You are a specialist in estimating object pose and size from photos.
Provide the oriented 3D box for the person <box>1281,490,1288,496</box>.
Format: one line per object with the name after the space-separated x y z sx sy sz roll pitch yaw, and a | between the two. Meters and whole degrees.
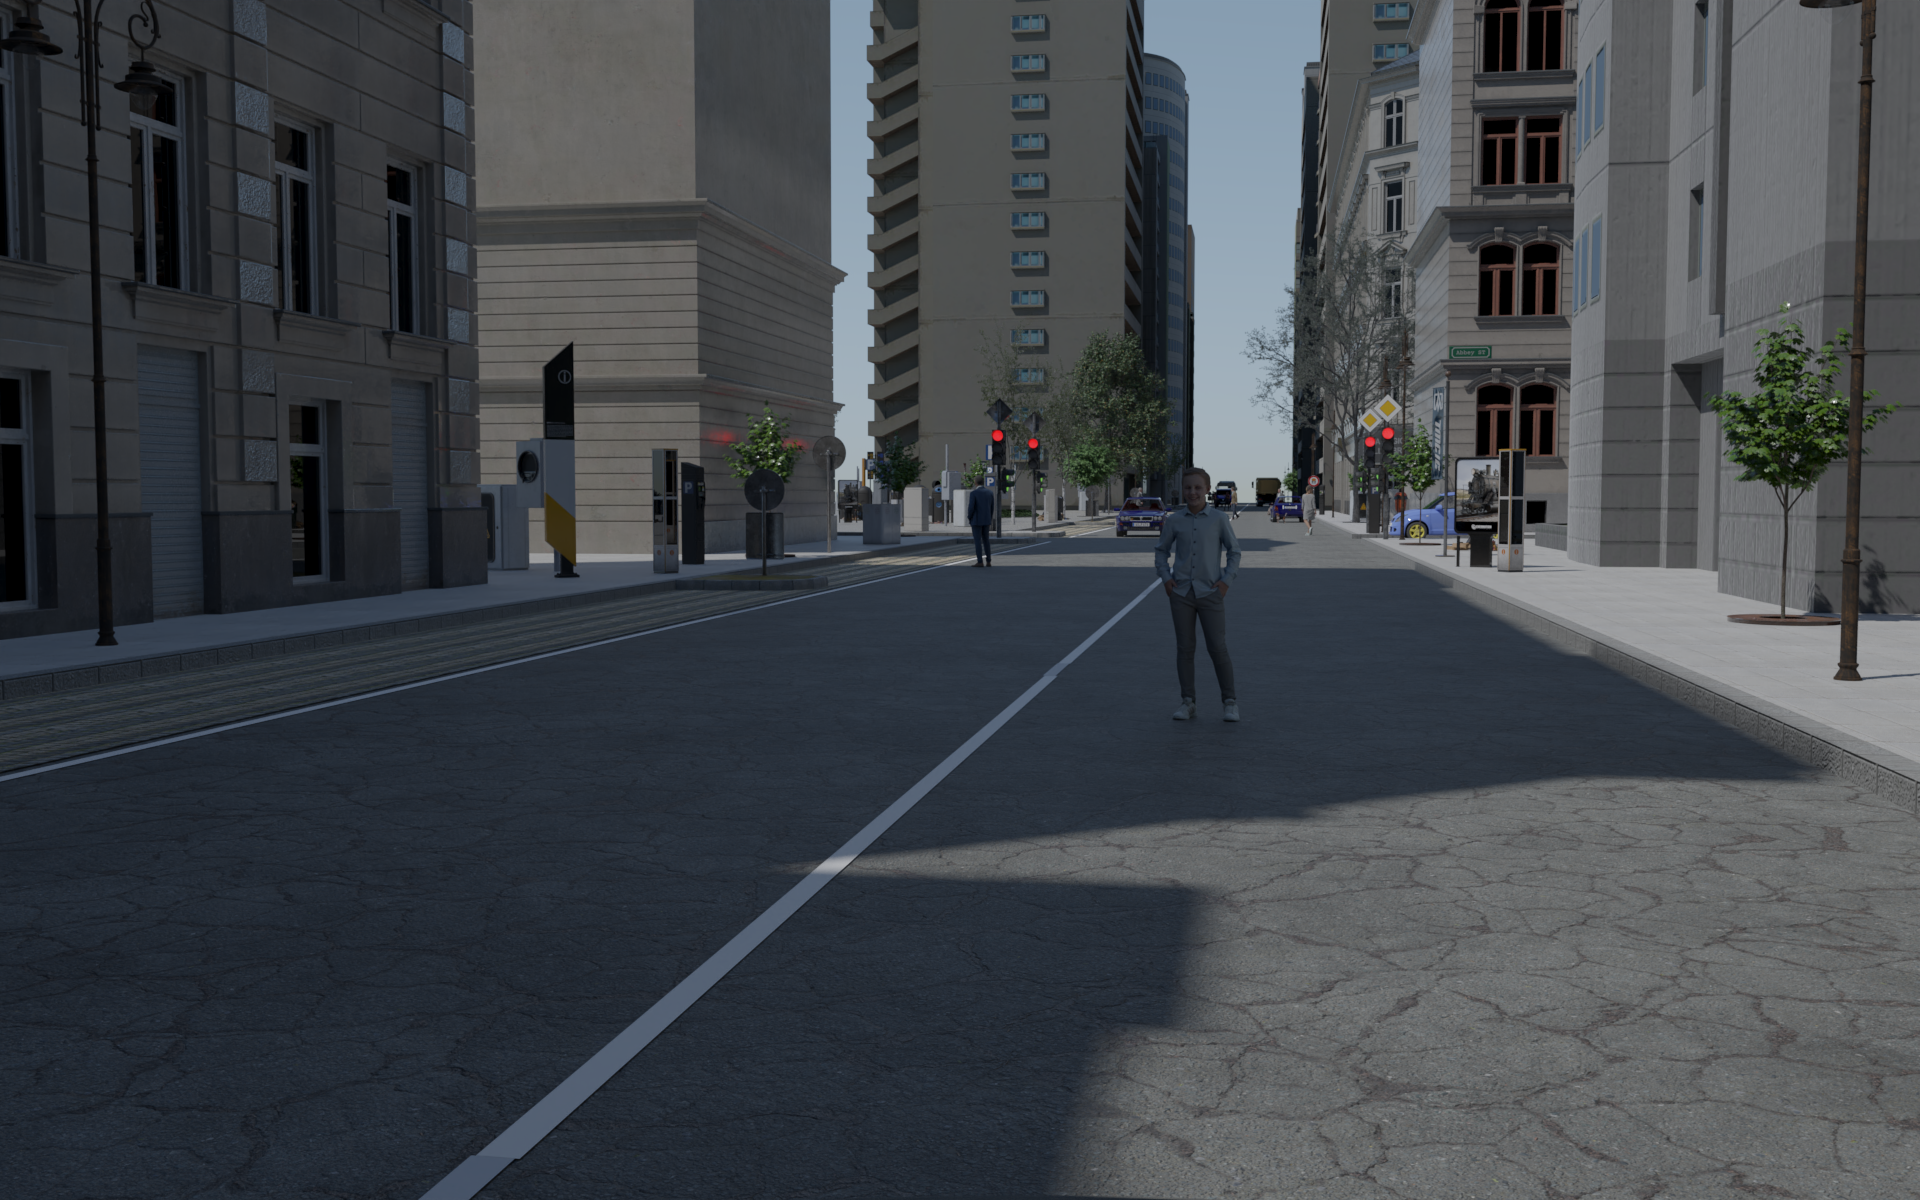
29.259 -9.015 156.431 0.750 1.759 0.617 -1 4 -12 | person

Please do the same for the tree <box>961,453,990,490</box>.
0.756 -5.327 81.699 1.663 3.219 1.824 0 3 0 | tree

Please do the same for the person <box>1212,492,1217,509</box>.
21.232 -8.219 144.344 0.415 1.643 0.593 -1 4 -17 | person

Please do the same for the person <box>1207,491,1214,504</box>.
29.737 -11.926 203.486 1.348 1.824 0.705 1 4 16 | person

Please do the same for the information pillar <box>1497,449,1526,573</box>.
9.040 -1.462 28.395 0.304 2.012 0.304 -1 4 -22 | information pillar

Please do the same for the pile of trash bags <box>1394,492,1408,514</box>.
21.027 -4.163 77.817 1.912 1.369 3.447 -3 5 -45 | pile of trash bags

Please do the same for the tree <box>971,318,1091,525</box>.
2.389 -7.443 72.059 4.360 8.622 3.978 0 3 0 | tree

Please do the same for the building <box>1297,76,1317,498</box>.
48.641 -34.732 191.565 21.300 48.544 21.600 1 4 10 | building

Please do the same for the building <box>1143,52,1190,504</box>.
19.183 -42.147 231.100 21.231 58.520 28.212 1 4 10 | building

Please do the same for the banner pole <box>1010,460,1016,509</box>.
3.846 -8.310 125.885 0.401 3.779 0.863 -2 4 -31 | banner pole

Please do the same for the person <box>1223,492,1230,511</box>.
22.497 -8.329 146.153 0.593 1.643 0.415 -1 4 -9 | person

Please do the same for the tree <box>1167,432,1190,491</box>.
24.892 -15.470 203.293 4.737 8.622 4.395 0 3 0 | tree

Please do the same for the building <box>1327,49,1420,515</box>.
32.091 -20.206 106.781 17.030 29.872 44.131 1 4 10 | building

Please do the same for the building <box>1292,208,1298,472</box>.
63.917 -39.818 274.725 21.300 48.544 21.600 1 4 10 | building

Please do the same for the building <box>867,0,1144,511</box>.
3.954 -31.901 145.288 21.300 48.544 21.600 1 4 10 | building

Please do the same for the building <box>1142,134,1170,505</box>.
15.828 -31.152 192.937 14.154 41.232 14.086 1 4 10 | building

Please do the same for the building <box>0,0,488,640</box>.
-14.377 -13.195 12.998 12.463 27.353 25.104 1 4 10 | building

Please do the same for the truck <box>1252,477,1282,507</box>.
35.446 -12.462 199.674 3.469 3.379 9.791 1 4 8 | truck

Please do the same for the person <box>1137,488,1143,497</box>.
9.980 -5.287 95.338 0.834 1.777 0.661 1 4 12 | person

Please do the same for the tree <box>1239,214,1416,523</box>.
17.541 -10.188 76.939 12.009 13.543 11.850 0 3 0 | tree

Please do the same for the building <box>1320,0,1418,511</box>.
40.237 -31.605 140.443 21.300 48.544 21.600 1 4 10 | building

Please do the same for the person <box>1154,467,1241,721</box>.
1.510 -0.045 11.044 0.589 1.601 0.330 2 4 25 | person

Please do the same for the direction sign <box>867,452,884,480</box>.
-4.506 -6.137 92.339 0.876 3.537 0.379 0 4 -8 | direction sign

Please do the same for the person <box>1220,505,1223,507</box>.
29.183 -11.278 193.608 0.721 1.735 1.217 3 5 44 | person

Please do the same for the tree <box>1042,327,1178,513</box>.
10.231 -12.331 118.614 9.611 12.733 9.660 0 3 0 | tree

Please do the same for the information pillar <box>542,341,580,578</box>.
-6.108 -2.147 26.466 0.504 3.616 0.183 -2 4 -34 | information pillar

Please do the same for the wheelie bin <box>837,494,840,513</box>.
-7.283 -6.133 108.188 0.693 1.594 0.980 3 4 37 | wheelie bin

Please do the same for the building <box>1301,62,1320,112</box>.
57.037 -42.453 236.112 21.231 58.520 28.212 1 4 10 | building

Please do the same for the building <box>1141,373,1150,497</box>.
8.020 -52.440 170.068 22.319 86.520 31.000 1 4 10 | building

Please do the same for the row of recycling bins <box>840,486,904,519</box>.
-4.390 -4.982 88.572 3.534 1.692 1.069 0 4 1 | row of recycling bins

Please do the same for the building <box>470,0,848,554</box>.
-20.998 -13.851 45.545 34.723 24.649 14.460 1 4 10 | building

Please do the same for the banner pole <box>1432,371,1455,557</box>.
9.883 -2.787 35.577 0.401 3.779 0.863 -1 4 -12 | banner pole

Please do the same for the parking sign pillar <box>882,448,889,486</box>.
-4.409 -6.950 102.106 1.447 3.967 1.447 0 4 -3 | parking sign pillar

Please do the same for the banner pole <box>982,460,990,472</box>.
1.705 -7.673 115.462 0.863 3.779 0.401 0 4 -8 | banner pole

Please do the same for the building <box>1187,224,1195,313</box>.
30.573 -38.508 279.723 14.600 45.320 14.200 1 4 10 | building

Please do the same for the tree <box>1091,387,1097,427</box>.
5.298 -8.576 90.574 4.360 8.622 3.978 0 3 0 | tree

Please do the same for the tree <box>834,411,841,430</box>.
-9.129 -9.093 99.028 4.360 8.622 3.978 0 3 0 | tree

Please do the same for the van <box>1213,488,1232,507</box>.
28.855 -11.293 189.030 2.240 2.365 5.245 1 4 12 | van

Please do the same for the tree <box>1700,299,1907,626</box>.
8.197 -1.392 17.354 1.663 3.219 1.824 0 3 0 | tree

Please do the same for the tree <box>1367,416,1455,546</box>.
11.427 -2.988 43.460 1.663 3.219 1.824 0 3 0 | tree

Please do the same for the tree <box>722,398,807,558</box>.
-4.008 -2.483 35.204 1.663 3.219 1.824 0 3 0 | tree

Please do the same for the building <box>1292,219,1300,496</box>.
56.878 -35.137 258.090 14.154 41.232 14.086 1 4 10 | building

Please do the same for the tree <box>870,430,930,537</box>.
-1.973 -3.527 52.261 1.663 3.219 1.824 0 3 0 | tree

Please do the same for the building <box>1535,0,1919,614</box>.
21.930 -29.778 28.872 21.231 58.520 28.212 1 4 10 | building

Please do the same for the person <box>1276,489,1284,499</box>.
21.072 -6.445 114.270 0.834 1.777 0.661 -3 5 -44 | person

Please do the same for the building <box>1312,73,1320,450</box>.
45.249 -31.231 165.253 22.147 44.769 28.867 1 4 10 | building

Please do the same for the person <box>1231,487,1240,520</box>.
15.455 -5.456 97.618 0.836 1.842 0.656 -3 5 -42 | person

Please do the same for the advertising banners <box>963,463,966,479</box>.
0.470 -6.249 98.362 0.090 3.025 2.074 1 4 16 | advertising banners

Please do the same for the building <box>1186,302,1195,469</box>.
28.641 -30.243 266.172 14.160 30.474 14.107 1 4 10 | building

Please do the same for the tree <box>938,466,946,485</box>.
-1.077 -7.715 120.737 1.663 3.219 1.824 0 3 0 | tree

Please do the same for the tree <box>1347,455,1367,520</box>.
19.975 -5.577 85.787 1.663 3.219 1.824 0 3 0 | tree

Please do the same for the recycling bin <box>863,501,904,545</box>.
-2.005 -1.944 44.346 0.722 1.027 0.722 3 5 40 | recycling bin

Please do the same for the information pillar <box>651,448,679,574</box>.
-4.761 -1.437 27.995 0.304 2.012 0.304 3 4 39 | information pillar

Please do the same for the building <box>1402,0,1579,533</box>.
28.208 -16.771 61.589 23.554 28.519 14.401 1 4 10 | building

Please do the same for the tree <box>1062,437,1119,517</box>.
7.400 -7.044 98.881 4.285 4.588 4.351 0 3 0 | tree

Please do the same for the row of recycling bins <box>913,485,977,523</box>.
-0.477 -4.275 77.017 3.534 1.692 1.069 1 4 11 | row of recycling bins

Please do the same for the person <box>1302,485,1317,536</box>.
12.032 -3.079 59.584 0.466 1.731 0.760 -1 4 -10 | person

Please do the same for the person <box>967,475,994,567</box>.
0.426 -1.548 33.991 0.721 1.800 0.419 -3 5 -41 | person

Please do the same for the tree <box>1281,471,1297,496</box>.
42.162 -14.392 219.024 4.285 4.588 4.351 0 3 0 | tree
